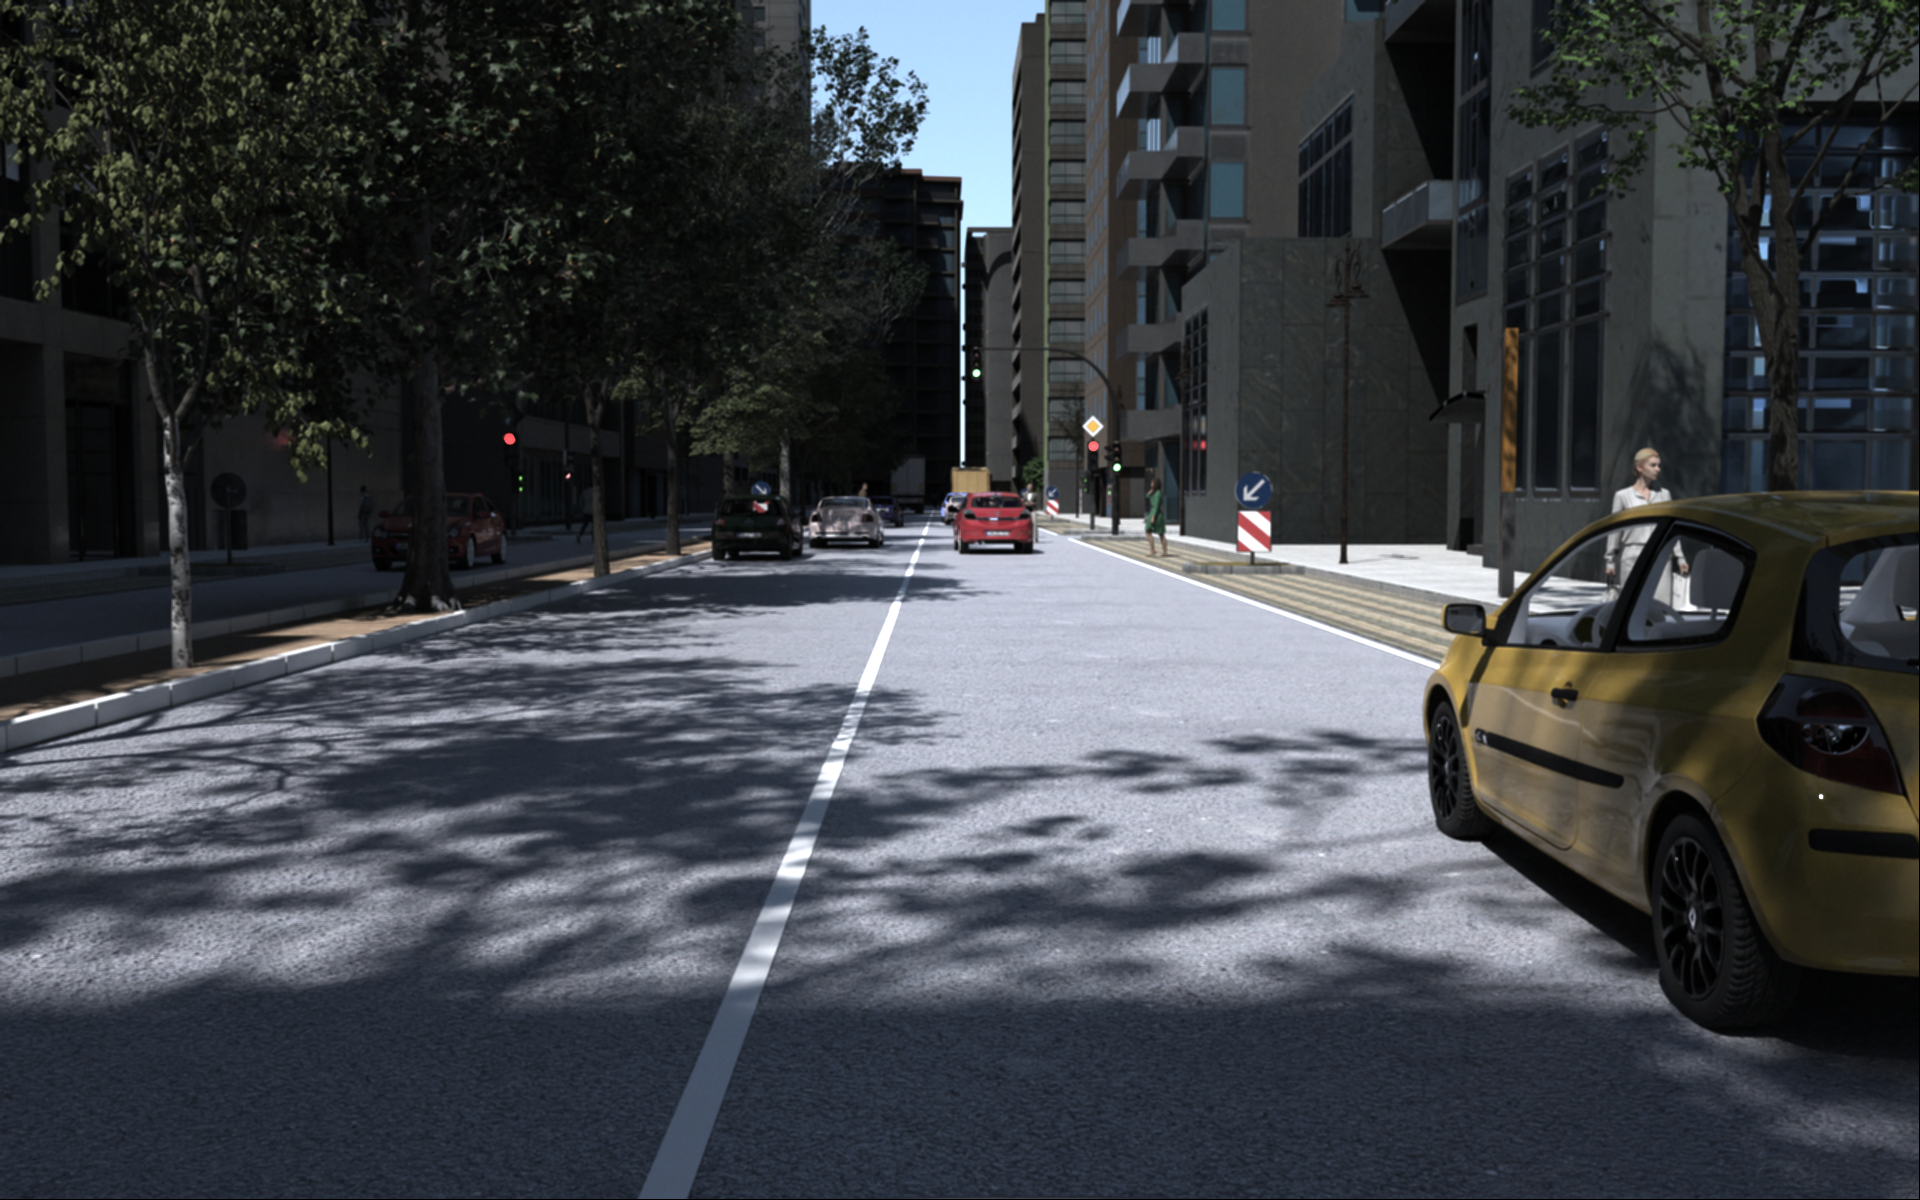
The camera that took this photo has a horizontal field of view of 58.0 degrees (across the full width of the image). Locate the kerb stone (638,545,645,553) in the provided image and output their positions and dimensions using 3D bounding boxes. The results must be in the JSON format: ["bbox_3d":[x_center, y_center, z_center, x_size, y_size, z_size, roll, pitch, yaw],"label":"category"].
[{"bbox_3d":[-7.822,-1.205,41.892,0.120,0.150,1.000,0,4,-1],"label":"kerb stone"}]

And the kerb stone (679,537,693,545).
[{"bbox_3d":[-7.917,-1.707,50.108,0.120,0.150,1.000,0,4,-1],"label":"kerb stone"}]

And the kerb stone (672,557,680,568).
[{"bbox_3d":[-5.623,-0.703,33.690,0.120,0.150,1.000,0,4,-1],"label":"kerb stone"}]

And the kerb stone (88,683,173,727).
[{"bbox_3d":[-5.365,0.677,11.144,0.120,0.150,1.000,0,4,-1],"label":"kerb stone"}]

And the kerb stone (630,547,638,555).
[{"bbox_3d":[-7.804,-1.142,40.861,0.120,0.150,1.000,0,4,-1],"label":"kerb stone"}]

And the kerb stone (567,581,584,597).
[{"bbox_3d":[-5.518,-0.140,24.480,0.120,0.150,1.000,0,4,-1],"label":"kerb stone"}]

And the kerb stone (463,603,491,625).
[{"bbox_3d":[-5.459,0.174,19.355,0.120,0.150,1.000,0,4,-1],"label":"kerb stone"}]

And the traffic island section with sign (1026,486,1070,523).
[{"bbox_3d":[4.484,-4.793,86.986,1.989,1.847,2.006,0,4,-1],"label":"traffic island section with sign"}]

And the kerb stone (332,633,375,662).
[{"bbox_3d":[-5.406,0.424,15.264,0.120,0.150,1.000,0,4,-1],"label":"kerb stone"}]

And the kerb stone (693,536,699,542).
[{"bbox_3d":[-7.925,-1.768,51.130,0.120,0.150,1.000,0,4,-1],"label":"kerb stone"}]

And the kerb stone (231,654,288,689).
[{"bbox_3d":[-5.391,0.556,13.200,0.120,0.150,1.000,0,4,-1],"label":"kerb stone"}]

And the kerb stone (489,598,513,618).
[{"bbox_3d":[-5.472,0.112,20.378,0.120,0.150,1.000,0,4,-1],"label":"kerb stone"}]

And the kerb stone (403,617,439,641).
[{"bbox_3d":[-5.434,0.302,17.309,0.120,0.150,1.000,0,4,-1],"label":"kerb stone"}]

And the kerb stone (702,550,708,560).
[{"bbox_3d":[-5.673,-0.952,37.795,0.120,0.150,1.000,0,4,-1],"label":"kerb stone"}]

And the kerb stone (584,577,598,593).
[{"bbox_3d":[-5.523,-0.202,25.502,0.120,0.150,1.000,0,4,-1],"label":"kerb stone"}]

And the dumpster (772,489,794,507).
[{"bbox_3d":[-14.805,-8.353,144.782,1.865,1.857,1.264,0,4,-1],"label":"dumpster"}]

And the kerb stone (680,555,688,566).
[{"bbox_3d":[-5.643,-0.766,34.712,0.120,0.150,1.000,0,4,-1],"label":"kerb stone"}]

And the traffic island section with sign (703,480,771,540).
[{"bbox_3d":[-6.908,-2.812,54.104,2.006,1.907,1.989,0,4,-1],"label":"traffic island section with sign"}]

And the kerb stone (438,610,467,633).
[{"bbox_3d":[-5.446,0.246,18.331,0.120,0.150,1.000,0,4,-1],"label":"kerb stone"}]

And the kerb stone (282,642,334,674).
[{"bbox_3d":[-5.399,0.487,14.228,0.120,0.150,1.000,0,4,-1],"label":"kerb stone"}]

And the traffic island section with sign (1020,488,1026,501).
[{"bbox_3d":[4.167,-6.441,113.939,1.989,1.847,2.006,0,4,-1],"label":"traffic island section with sign"}]

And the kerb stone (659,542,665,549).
[{"bbox_3d":[-7.856,-1.393,44.975,0.120,0.150,1.000,0,4,-1],"label":"kerb stone"}]

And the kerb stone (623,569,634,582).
[{"bbox_3d":[-5.572,-0.384,28.579,0.120,0.150,1.000,0,4,-1],"label":"kerb stone"}]

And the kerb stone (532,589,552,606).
[{"bbox_3d":[-5.494,-0.014,22.425,0.120,0.150,1.000,0,4,-1],"label":"kerb stone"}]

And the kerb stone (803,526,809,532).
[{"bbox_3d":[-6.022,-2.803,68.029,0.120,0.150,1.000,0,4,-1],"label":"kerb stone"}]

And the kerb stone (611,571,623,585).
[{"bbox_3d":[-5.559,-0.328,27.556,0.120,0.150,1.000,0,4,-1],"label":"kerb stone"}]

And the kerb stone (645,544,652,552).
[{"bbox_3d":[-7.834,-1.267,42.919,0.120,0.150,1.000,0,4,-1],"label":"kerb stone"}]

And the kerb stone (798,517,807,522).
[{"bbox_3d":[-8.405,-4.306,92.597,0.120,0.150,1.000,0,4,-1],"label":"kerb stone"}]

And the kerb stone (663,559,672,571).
[{"bbox_3d":[-5.614,-0.641,32.668,0.120,0.150,1.000,0,4,-1],"label":"kerb stone"}]

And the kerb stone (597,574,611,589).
[{"bbox_3d":[-5.544,-0.265,26.531,0.120,0.150,1.000,0,4,-1],"label":"kerb stone"}]

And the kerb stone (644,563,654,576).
[{"bbox_3d":[-5.591,-0.515,30.624,0.120,0.150,1.000,0,4,-1],"label":"kerb stone"}]

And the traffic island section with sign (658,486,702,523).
[{"bbox_3d":[-13.948,-4.768,86.584,1.989,1.847,2.006,0,4,-1],"label":"traffic island section with sign"}]

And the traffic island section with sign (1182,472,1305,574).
[{"bbox_3d":[5.112,-1.405,31.599,1.989,1.847,2.006,0,4,-1],"label":"traffic island section with sign"}]

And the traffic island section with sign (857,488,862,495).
[{"bbox_3d":[-7.865,-7.860,136.645,2.006,1.907,1.989,0,4,-1],"label":"traffic island section with sign"}]

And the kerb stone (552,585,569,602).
[{"bbox_3d":[-5.498,-0.072,23.453,0.120,0.150,1.000,0,4,-1],"label":"kerb stone"}]

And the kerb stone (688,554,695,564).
[{"bbox_3d":[-5.651,-0.828,35.734,0.120,0.150,1.000,0,4,-1],"label":"kerb stone"}]

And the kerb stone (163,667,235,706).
[{"bbox_3d":[-5.373,0.615,12.166,0.120,0.150,1.000,0,4,-1],"label":"kerb stone"}]

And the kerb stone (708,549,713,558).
[{"bbox_3d":[-5.691,-1.017,38.817,0.120,0.150,1.000,0,4,-1],"label":"kerb stone"}]

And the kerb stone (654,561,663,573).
[{"bbox_3d":[-5.605,-0.577,31.646,0.120,0.150,1.000,0,4,-1],"label":"kerb stone"}]

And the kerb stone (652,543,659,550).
[{"bbox_3d":[-7.844,-1.331,43.952,0.120,0.150,1.000,0,4,-1],"label":"kerb stone"}]

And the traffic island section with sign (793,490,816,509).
[{"bbox_3d":[-14.833,-9.474,163.531,1.989,1.847,2.006,0,4,-1],"label":"traffic island section with sign"}]

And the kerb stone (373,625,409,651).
[{"bbox_3d":[-5.418,0.369,16.287,0.120,0.150,1.000,0,4,-1],"label":"kerb stone"}]

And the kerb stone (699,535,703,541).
[{"bbox_3d":[-7.938,-1.832,52.154,0.120,0.150,1.000,0,4,-1],"label":"kerb stone"}]

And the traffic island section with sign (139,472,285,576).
[{"bbox_3d":[-13.299,-1.371,31.048,1.989,1.847,2.006,0,4,-1],"label":"traffic island section with sign"}]

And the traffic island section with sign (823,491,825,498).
[{"bbox_3d":[-15.152,-11.149,190.915,1.989,1.847,2.006,0,4,-1],"label":"traffic island section with sign"}]

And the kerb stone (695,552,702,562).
[{"bbox_3d":[-5.655,-0.891,36.756,0.120,0.150,1.000,0,4,-1],"label":"kerb stone"}]

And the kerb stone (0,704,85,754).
[{"bbox_3d":[-5.359,0.740,10.121,0.120,0.150,1.000,0,4,-1],"label":"kerb stone"}]

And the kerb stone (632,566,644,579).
[{"bbox_3d":[-5.585,-0.453,29.602,0.120,0.150,1.000,0,4,-1],"label":"kerb stone"}]

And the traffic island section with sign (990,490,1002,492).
[{"bbox_3d":[3.275,-11.156,191.028,1.989,1.847,2.006,0,4,-1],"label":"traffic island section with sign"}]

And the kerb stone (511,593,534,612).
[{"bbox_3d":[-5.473,0.049,21.400,0.120,0.150,1.000,0,4,-1],"label":"kerb stone"}]

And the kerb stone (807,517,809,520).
[{"bbox_3d":[-8.421,-4.368,93.619,0.120,0.150,1.000,0,4,-1],"label":"kerb stone"}]
